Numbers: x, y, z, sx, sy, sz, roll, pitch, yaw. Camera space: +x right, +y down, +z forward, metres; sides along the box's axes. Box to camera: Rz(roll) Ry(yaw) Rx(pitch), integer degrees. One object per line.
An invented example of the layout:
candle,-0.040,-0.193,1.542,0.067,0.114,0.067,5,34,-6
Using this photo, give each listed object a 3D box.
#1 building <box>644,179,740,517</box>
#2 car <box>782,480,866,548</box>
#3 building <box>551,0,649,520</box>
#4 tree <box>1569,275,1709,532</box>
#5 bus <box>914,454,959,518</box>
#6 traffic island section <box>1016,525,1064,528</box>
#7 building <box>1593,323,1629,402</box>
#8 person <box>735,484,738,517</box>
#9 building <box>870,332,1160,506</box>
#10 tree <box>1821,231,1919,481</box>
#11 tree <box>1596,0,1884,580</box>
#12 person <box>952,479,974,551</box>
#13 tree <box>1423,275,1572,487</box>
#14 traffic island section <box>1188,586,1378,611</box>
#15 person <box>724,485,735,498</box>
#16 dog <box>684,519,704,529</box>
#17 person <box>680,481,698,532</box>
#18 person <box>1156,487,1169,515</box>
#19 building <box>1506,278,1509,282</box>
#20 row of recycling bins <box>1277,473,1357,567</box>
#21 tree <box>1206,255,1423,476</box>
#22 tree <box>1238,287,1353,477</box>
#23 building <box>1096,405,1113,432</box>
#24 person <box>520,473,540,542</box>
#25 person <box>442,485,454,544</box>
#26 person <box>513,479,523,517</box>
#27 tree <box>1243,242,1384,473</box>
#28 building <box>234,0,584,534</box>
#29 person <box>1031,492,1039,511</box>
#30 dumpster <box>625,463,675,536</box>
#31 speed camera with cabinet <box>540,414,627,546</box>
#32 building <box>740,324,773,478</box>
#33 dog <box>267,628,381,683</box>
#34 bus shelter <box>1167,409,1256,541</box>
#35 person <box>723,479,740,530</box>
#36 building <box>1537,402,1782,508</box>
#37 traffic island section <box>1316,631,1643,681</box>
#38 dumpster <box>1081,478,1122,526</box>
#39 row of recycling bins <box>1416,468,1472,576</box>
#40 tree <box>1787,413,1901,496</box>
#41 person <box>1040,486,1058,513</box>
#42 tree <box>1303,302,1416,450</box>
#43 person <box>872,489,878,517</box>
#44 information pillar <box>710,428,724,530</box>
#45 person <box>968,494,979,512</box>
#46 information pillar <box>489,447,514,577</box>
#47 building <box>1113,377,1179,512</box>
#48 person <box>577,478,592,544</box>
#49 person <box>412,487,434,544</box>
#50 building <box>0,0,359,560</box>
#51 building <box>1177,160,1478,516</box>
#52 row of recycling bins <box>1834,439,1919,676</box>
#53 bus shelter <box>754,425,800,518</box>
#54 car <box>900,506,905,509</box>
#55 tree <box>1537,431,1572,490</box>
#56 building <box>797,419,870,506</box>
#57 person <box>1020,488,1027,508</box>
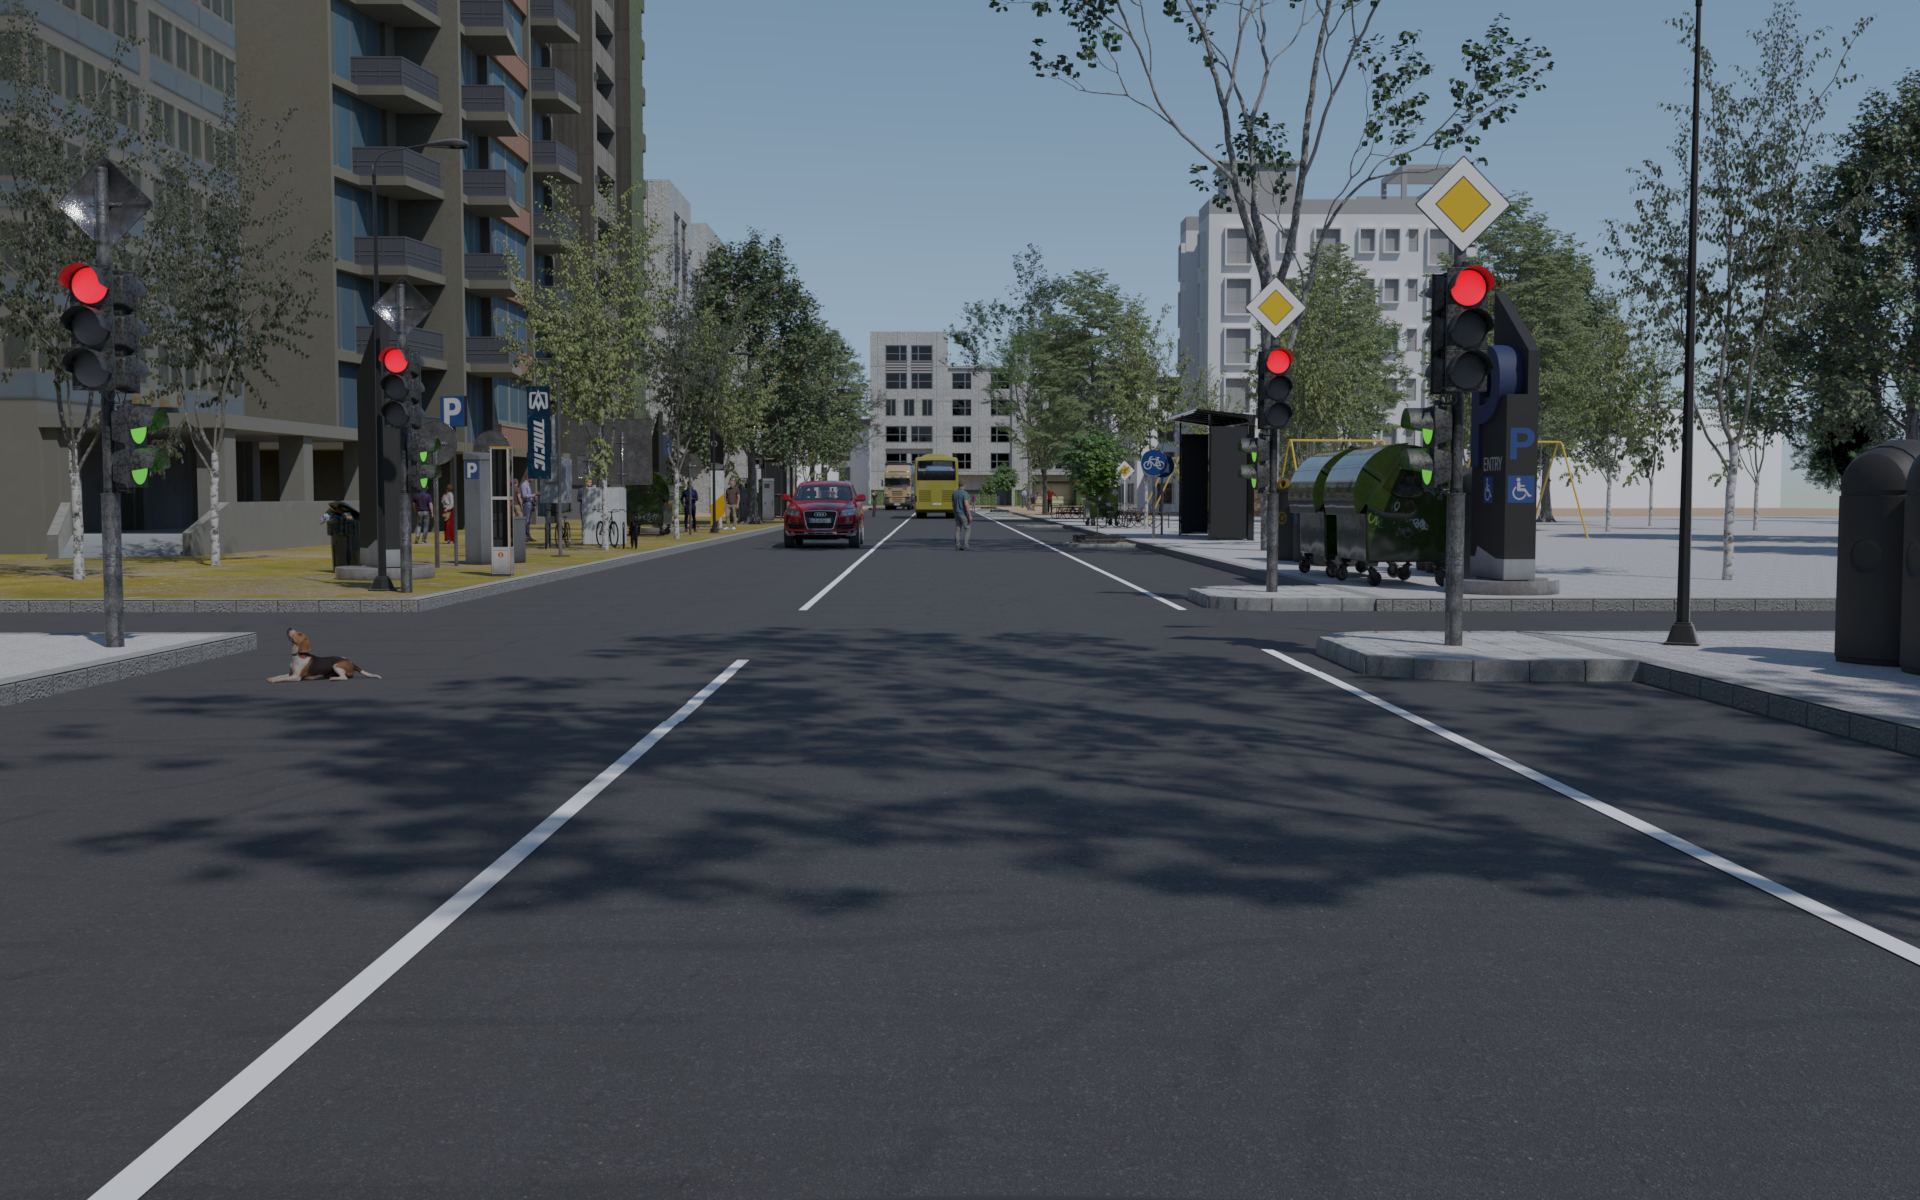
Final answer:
building,-24.869,-15.098,113.305,16.747,18.905,31.486,0,4,-1
car,-3.713,-2.390,47.751,2.281,1.827,5.304,0,4,-1
building,-24.307,-19.420,89.219,14.160,30.474,14.107,0,4,-1
tree,21.914,-6.626,58.700,4.737,8.622,4.395,0,3,0
bus,-1.438,-6.940,105.023,2.896,3.916,12.252,0,4,-1
traffic island section,3.437,-3.183,74.912,1.991,0.108,1.994,0,4,-1
building,67.995,-20.883,197.859,11.380,20.091,16.016,0,4,-1
person,-12.316,-5.508,95.973,0.709,1.838,0.599,3,5,43
building,5.873,-20.220,197.052,31.486,18.905,16.747,0,4,-1
tree,46.307,-10.686,76.537,18.604,14.587,13.155,-1,4,-15
tree,11.529,-4.614,25.805,4.360,8.622,3.978,0,3,0
person,0.079,-2.155,43.863,0.434,1.807,0.598,-2,4,-33
tree,17.244,-6.562,57.648,4.737,8.622,4.395,0,3,0
traffic island section,4.104,-0.024,22.672,2.009,0.180,2.903,0,4,-1
person,-13.496,-5.962,103.549,1.348,1.821,0.705,-1,4,-12
dog,-9.874,-2.823,63.889,0.748,0.427,0.550,1,4,16
person,-9.172,-3.181,58.759,0.576,1.737,0.504,-1,4,-17
person,12.259,-6.000,104.861,0.721,1.743,1.217,3,5,44
building,43.429,-18.460,158.247,11.380,20.091,16.016,0,4,-1
row of recycling bins,6.681,-1.535,32.207,1.069,1.692,3.534,0,4,-5
tree,11.111,-6.372,54.545,4.737,8.622,4.395,0,3,0
tree,12.170,-6.833,62.076,4.360,8.622,3.978,0,3,0
building,17.728,-12.871,152.581,9.099,9.664,28.070,0,4,-1
person,-11.418,-2.467,46.240,0.599,1.838,0.709,0,4,-3
person,-13.163,-2.211,44.661,0.387,1.526,0.523,-2,4,-23
person,-15.424,-3.308,60.264,0.598,1.807,0.434,3,5,41
tree,16.369,-9.770,77.861,7.486,12.596,7.792,0,3,0
building,-27.397,-25.240,67.294,22.147,44.769,28.867,0,4,-1
person,5.758,-7.546,132.654,0.697,1.427,0.421,2,4,29
dumpster,-9.654,-3.145,53.910,1.502,2.255,1.985,0,4,-1
speed camera with cabinet,-9.404,-2.990,43.221,2.038,3.252,0.660,0,4,3
building,-33.514,-17.812,157.678,31.486,18.905,16.747,0,4,-1
dog,-4.898,0.420,13.324,0.748,0.427,0.550,1,4,11
bus shelter,7.319,-3.634,50.700,1.731,3.624,6.357,0,4,-1
person,-8.281,-3.453,62.634,0.598,1.807,0.434,2,4,27
building,63.195,-13.505,162.962,28.070,9.664,9.099,0,4,-1
traffic island section,4.206,0.464,14.688,2.009,0.180,2.903,0,4,-1
dumpster,5.707,-4.115,69.775,1.502,2.255,1.985,0,4,-1
row of recycling bins,8.020,-1.261,27.725,1.069,1.692,3.534,0,4,3
tree,54.358,-7.746,89.551,20.602,7.101,11.467,-1,4,-11
person,6.182,-6.942,119.487,1.348,1.831,0.705,2,4,26
tree,20.457,-10.190,92.364,9.928,11.665,9.643,0,3,0
person,-5.294,-6.086,108.805,0.445,1.727,0.742,-3,5,-42
information pillar,-8.602,-4.274,61.240,0.504,3.616,0.183,-1,4,-14
person,1.070,-7.671,137.139,0.991,1.433,0.599,-1,4,-10
information pillar,-7.141,-1.377,27.003,0.304,2.012,0.304,0,4,-3
building,17.114,-11.131,124.143,9.099,9.664,28.070,0,4,-1
person,-9.590,-2.299,44.557,0.541,1.710,0.530,-2,4,-27
person,-13.922,-2.227,44.661,0.569,1.553,0.471,3,4,37
building,-31.947,-21.352,40.993,32.217,40.220,23.993,0,4,-1
building,21.373,-15.154,104.188,16.016,20.091,11.380,0,4,-1
row of recycling bins,7.250,-0.286,11.793,1.069,1.692,3.534,0,4,-6
bus shelter,-9.974,-7.007,92.196,2.179,5.291,8.768,0,4,-1
car,-6.241,-9.549,167.930,2.131,1.459,4.920,0,4,-1
tree,31.895,-8.862,95.263,4.360,8.622,3.978,0,3,0
building,-24.126,-15.404,193.997,28.070,9.664,9.099,0,4,-1
person,5.921,-9.513,161.447,0.709,1.838,0.599,-2,4,-31
